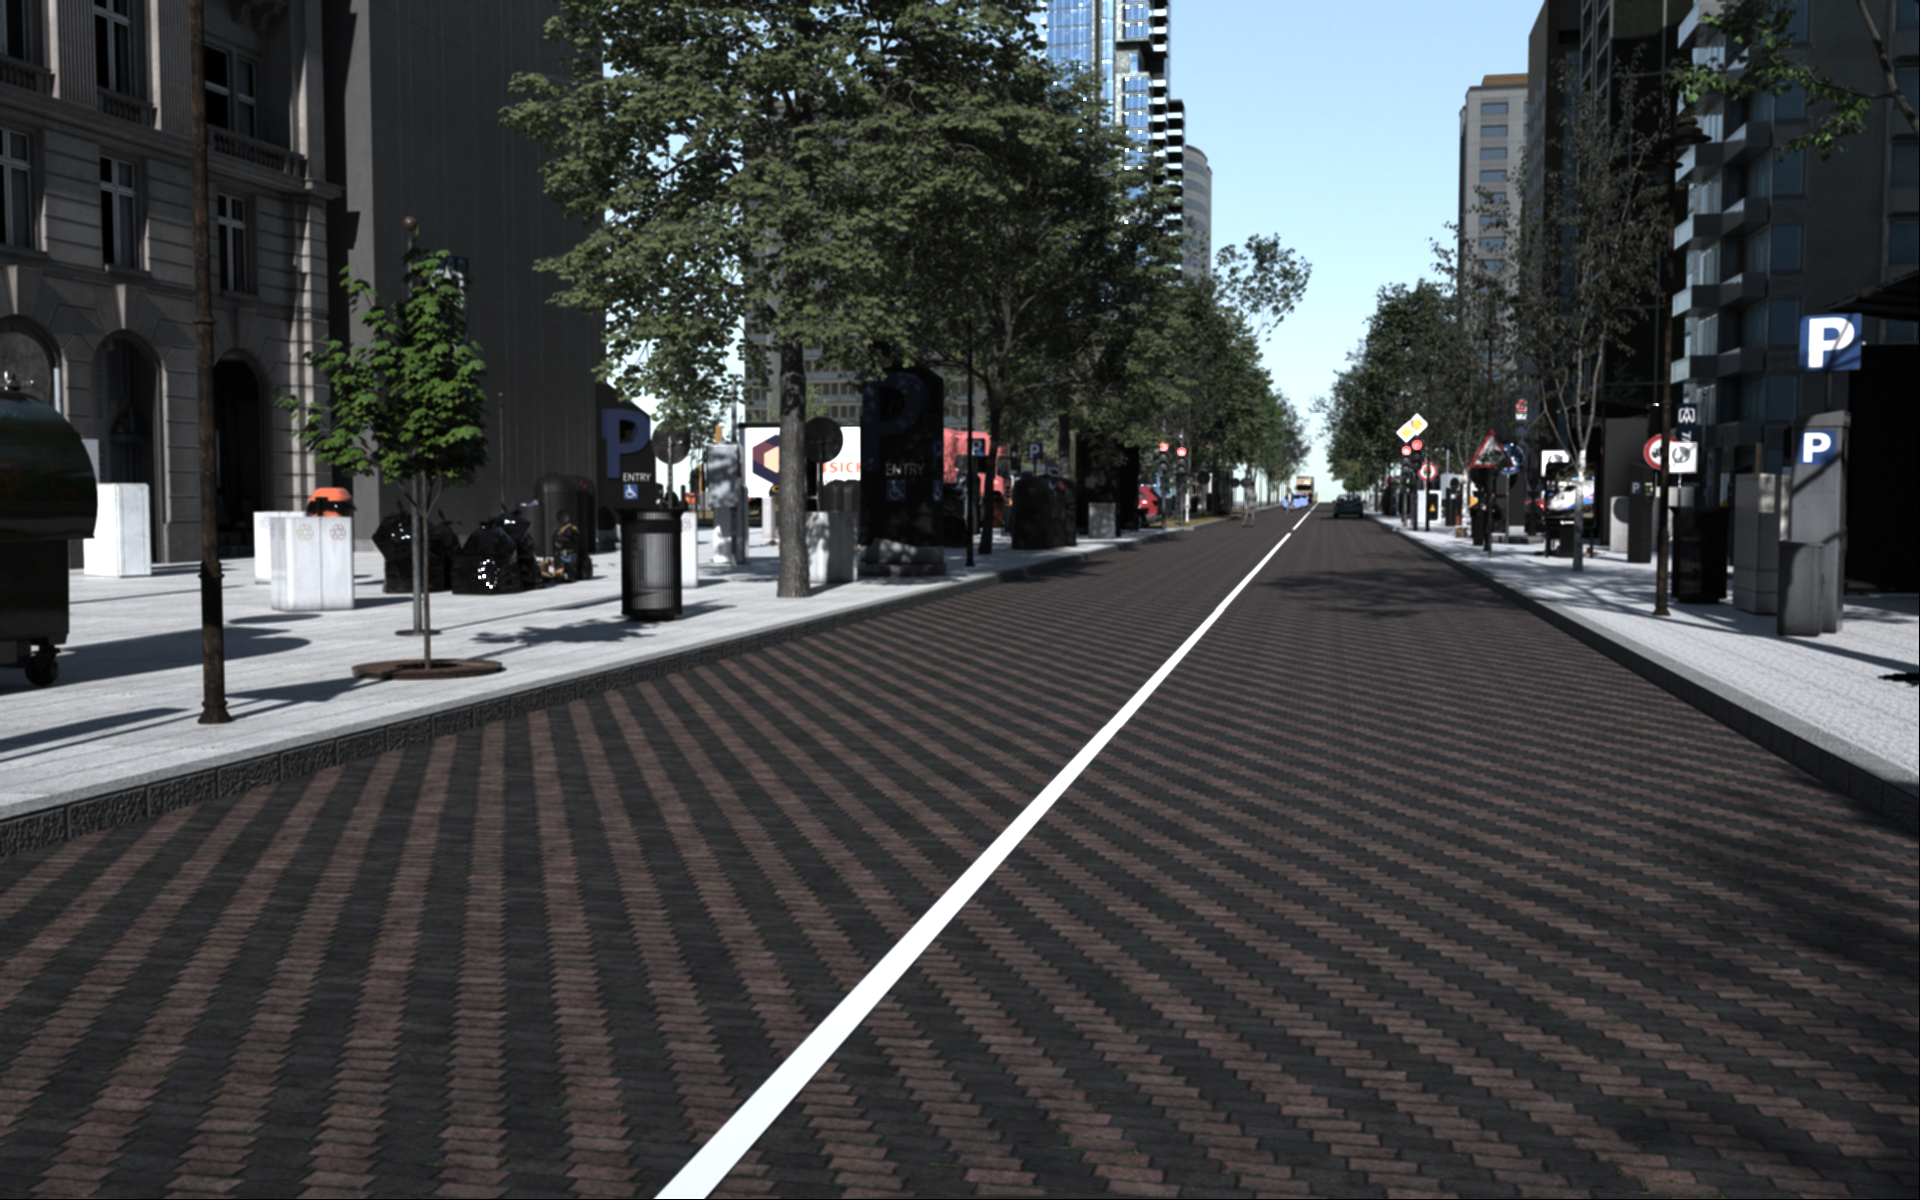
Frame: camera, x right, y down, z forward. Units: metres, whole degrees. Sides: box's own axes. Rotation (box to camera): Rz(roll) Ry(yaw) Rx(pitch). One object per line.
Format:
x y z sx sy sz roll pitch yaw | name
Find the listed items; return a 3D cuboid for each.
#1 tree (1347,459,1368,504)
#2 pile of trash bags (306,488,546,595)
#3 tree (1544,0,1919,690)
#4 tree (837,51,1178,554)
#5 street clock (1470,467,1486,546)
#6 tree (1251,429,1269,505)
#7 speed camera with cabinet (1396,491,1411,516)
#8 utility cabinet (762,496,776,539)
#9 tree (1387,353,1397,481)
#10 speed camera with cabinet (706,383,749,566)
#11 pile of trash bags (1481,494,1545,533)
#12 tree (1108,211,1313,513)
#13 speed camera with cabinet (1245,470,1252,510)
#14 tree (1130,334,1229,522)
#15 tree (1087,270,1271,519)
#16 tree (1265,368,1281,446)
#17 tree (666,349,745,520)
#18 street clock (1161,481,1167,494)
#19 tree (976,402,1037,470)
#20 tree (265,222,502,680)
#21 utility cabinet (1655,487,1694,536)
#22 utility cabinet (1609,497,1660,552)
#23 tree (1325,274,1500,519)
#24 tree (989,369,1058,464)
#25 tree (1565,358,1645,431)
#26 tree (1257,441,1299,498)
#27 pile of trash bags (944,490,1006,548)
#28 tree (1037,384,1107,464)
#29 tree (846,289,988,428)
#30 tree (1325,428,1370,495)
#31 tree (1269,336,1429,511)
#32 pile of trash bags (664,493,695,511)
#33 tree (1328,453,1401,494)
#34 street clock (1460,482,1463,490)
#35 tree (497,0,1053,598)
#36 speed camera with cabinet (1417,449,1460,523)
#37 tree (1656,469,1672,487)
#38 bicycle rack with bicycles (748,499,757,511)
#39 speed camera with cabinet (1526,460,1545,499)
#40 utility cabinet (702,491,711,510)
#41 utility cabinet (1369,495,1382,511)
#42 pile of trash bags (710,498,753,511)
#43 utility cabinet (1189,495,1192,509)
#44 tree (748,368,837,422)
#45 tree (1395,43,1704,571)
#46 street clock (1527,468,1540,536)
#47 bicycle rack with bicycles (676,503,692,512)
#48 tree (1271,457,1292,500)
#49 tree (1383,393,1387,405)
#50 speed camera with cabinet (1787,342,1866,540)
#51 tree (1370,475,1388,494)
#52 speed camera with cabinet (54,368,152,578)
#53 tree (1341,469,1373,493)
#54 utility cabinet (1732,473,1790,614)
41.860 -14.031 179.770 4.737 8.622 4.395 0 3 0 | tree
-7.241 -0.821 23.180 3.447 1.369 1.912 1 4 18 | pile of trash bags
6.779 -5.222 11.140 9.928 11.665 9.643 0 3 0 | tree
0.841 -6.246 36.532 7.601 10.594 8.767 2 4 23 | tree
12.833 -2.339 42.812 0.471 2.002 0.358 -3 5 -41 | street clock
35.021 -17.423 195.230 12.009 13.543 11.850 0 3 0 | tree
26.118 -6.430 99.466 2.038 3.252 0.660 1 4 14 | speed camera with cabinet
-5.537 -2.382 50.115 0.306 1.237 1.020 0 4 0 | utility cabinet
15.442 -6.216 51.988 4.360 8.622 3.978 0 3 0 | tree
-4.234 -2.278 31.575 0.660 3.252 2.038 0 4 -2 | speed camera with cabinet
18.257 -2.959 58.128 1.912 1.369 3.447 0 4 -8 | pile of trash bags
16.534 -15.963 116.883 12.611 20.169 13.585 0 3 0 | tree
23.095 -8.842 138.905 0.660 3.252 2.038 1 4 9 | speed camera with cabinet
10.212 -7.883 79.245 4.360 8.622 3.978 0 3 0 | tree
11.309 -10.527 89.132 9.611 12.733 9.660 0 3 0 | tree
15.588 -11.350 103.696 7.486 12.596 7.792 0 3 0 | tree
-12.979 -8.329 86.540 4.360 8.622 3.978 0 3 0 | tree
11.550 -5.720 98.084 0.358 2.002 0.471 1 4 20 | street clock
3.625 -10.098 115.460 4.737 8.622 4.395 0 3 0 | tree
-3.814 -1.094 12.496 1.663 3.219 1.824 0 3 0 | tree
21.647 -2.687 52.617 1.173 1.500 0.318 2 4 27 | utility cabinet
15.141 -1.694 38.853 1.020 1.237 0.306 2 4 32 | utility cabinet
23.830 -10.619 90.630 9.611 12.733 9.660 0 3 0 | tree
3.029 -8.748 93.387 4.360 8.622 3.978 0 3 0 | tree
34.811 -8.731 93.113 4.737 8.622 4.395 0 3 0 | tree
43.059 -17.616 238.381 4.737 8.622 4.395 0 3 0 | tree
-0.401 -1.973 42.014 3.447 1.369 1.912 -2 4 -33 | pile of trash bags
7.944 -9.650 108.140 4.737 8.622 4.395 0 3 0 | tree
-1.583 -6.552 57.484 4.360 8.622 3.978 0 3 0 | tree
51.456 -18.828 225.956 7.486 12.596 7.792 0 3 0 | tree
31.035 -13.382 129.158 12.009 13.543 11.850 0 3 0 | tree
-23.309 -7.963 139.947 3.447 1.369 1.912 1 4 10 | pile of trash bags
40.163 -14.164 165.994 8.767 10.594 7.601 3 5 41 | tree
31.066 -6.301 107.593 0.358 2.002 0.471 0 4 7 | street clock
-1.721 -6.293 21.013 7.486 12.596 7.792 0 3 0 | tree
21.089 -5.016 76.347 2.038 3.252 0.660 -2 4 -27 | speed camera with cabinet
44.325 -7.885 112.636 4.285 4.588 4.351 0 3 0 | tree
-15.910 -7.060 128.817 2.852 0.926 2.925 -3 5 -42 | bicycle rack with bicycles
33.998 -6.552 101.459 2.038 3.252 0.660 -3 4 -38 | speed camera with cabinet
-20.119 -7.854 137.096 0.318 1.500 1.173 3 5 45 | utility cabinet
32.446 -7.585 135.169 0.306 1.237 1.020 -3 5 -40 | utility cabinet
-17.872 -7.674 135.219 3.447 1.369 1.912 0 4 5 | pile of trash bags
18.787 -7.962 141.338 0.306 1.237 1.020 2 4 29 | utility cabinet
-9.788 -9.176 100.391 4.737 8.622 4.395 0 3 0 | tree
10.211 -4.798 28.807 4.360 8.622 3.978 0 3 0 | tree
15.944 -2.668 48.194 0.358 2.002 0.471 1 4 9 | street clock
-20.351 -6.565 120.724 2.925 0.926 2.852 0 4 4 | bicycle rack with bicycles
50.781 -19.896 275.654 4.360 8.622 3.978 0 3 0 | tree
22.202 -8.073 82.357 4.360 8.622 3.978 0 3 0 | tree
11.372 -1.766 23.207 0.660 3.252 2.038 -1 4 -12 | speed camera with cabinet
35.167 -9.129 143.862 1.663 3.219 1.824 0 3 0 | tree
-13.498 -2.002 27.071 2.038 3.252 0.660 2 4 34 | speed camera with cabinet
45.986 -13.136 198.480 4.285 4.588 4.351 0 3 0 | tree
8.695 -0.619 18.800 0.318 1.500 1.173 1 4 13 | utility cabinet
